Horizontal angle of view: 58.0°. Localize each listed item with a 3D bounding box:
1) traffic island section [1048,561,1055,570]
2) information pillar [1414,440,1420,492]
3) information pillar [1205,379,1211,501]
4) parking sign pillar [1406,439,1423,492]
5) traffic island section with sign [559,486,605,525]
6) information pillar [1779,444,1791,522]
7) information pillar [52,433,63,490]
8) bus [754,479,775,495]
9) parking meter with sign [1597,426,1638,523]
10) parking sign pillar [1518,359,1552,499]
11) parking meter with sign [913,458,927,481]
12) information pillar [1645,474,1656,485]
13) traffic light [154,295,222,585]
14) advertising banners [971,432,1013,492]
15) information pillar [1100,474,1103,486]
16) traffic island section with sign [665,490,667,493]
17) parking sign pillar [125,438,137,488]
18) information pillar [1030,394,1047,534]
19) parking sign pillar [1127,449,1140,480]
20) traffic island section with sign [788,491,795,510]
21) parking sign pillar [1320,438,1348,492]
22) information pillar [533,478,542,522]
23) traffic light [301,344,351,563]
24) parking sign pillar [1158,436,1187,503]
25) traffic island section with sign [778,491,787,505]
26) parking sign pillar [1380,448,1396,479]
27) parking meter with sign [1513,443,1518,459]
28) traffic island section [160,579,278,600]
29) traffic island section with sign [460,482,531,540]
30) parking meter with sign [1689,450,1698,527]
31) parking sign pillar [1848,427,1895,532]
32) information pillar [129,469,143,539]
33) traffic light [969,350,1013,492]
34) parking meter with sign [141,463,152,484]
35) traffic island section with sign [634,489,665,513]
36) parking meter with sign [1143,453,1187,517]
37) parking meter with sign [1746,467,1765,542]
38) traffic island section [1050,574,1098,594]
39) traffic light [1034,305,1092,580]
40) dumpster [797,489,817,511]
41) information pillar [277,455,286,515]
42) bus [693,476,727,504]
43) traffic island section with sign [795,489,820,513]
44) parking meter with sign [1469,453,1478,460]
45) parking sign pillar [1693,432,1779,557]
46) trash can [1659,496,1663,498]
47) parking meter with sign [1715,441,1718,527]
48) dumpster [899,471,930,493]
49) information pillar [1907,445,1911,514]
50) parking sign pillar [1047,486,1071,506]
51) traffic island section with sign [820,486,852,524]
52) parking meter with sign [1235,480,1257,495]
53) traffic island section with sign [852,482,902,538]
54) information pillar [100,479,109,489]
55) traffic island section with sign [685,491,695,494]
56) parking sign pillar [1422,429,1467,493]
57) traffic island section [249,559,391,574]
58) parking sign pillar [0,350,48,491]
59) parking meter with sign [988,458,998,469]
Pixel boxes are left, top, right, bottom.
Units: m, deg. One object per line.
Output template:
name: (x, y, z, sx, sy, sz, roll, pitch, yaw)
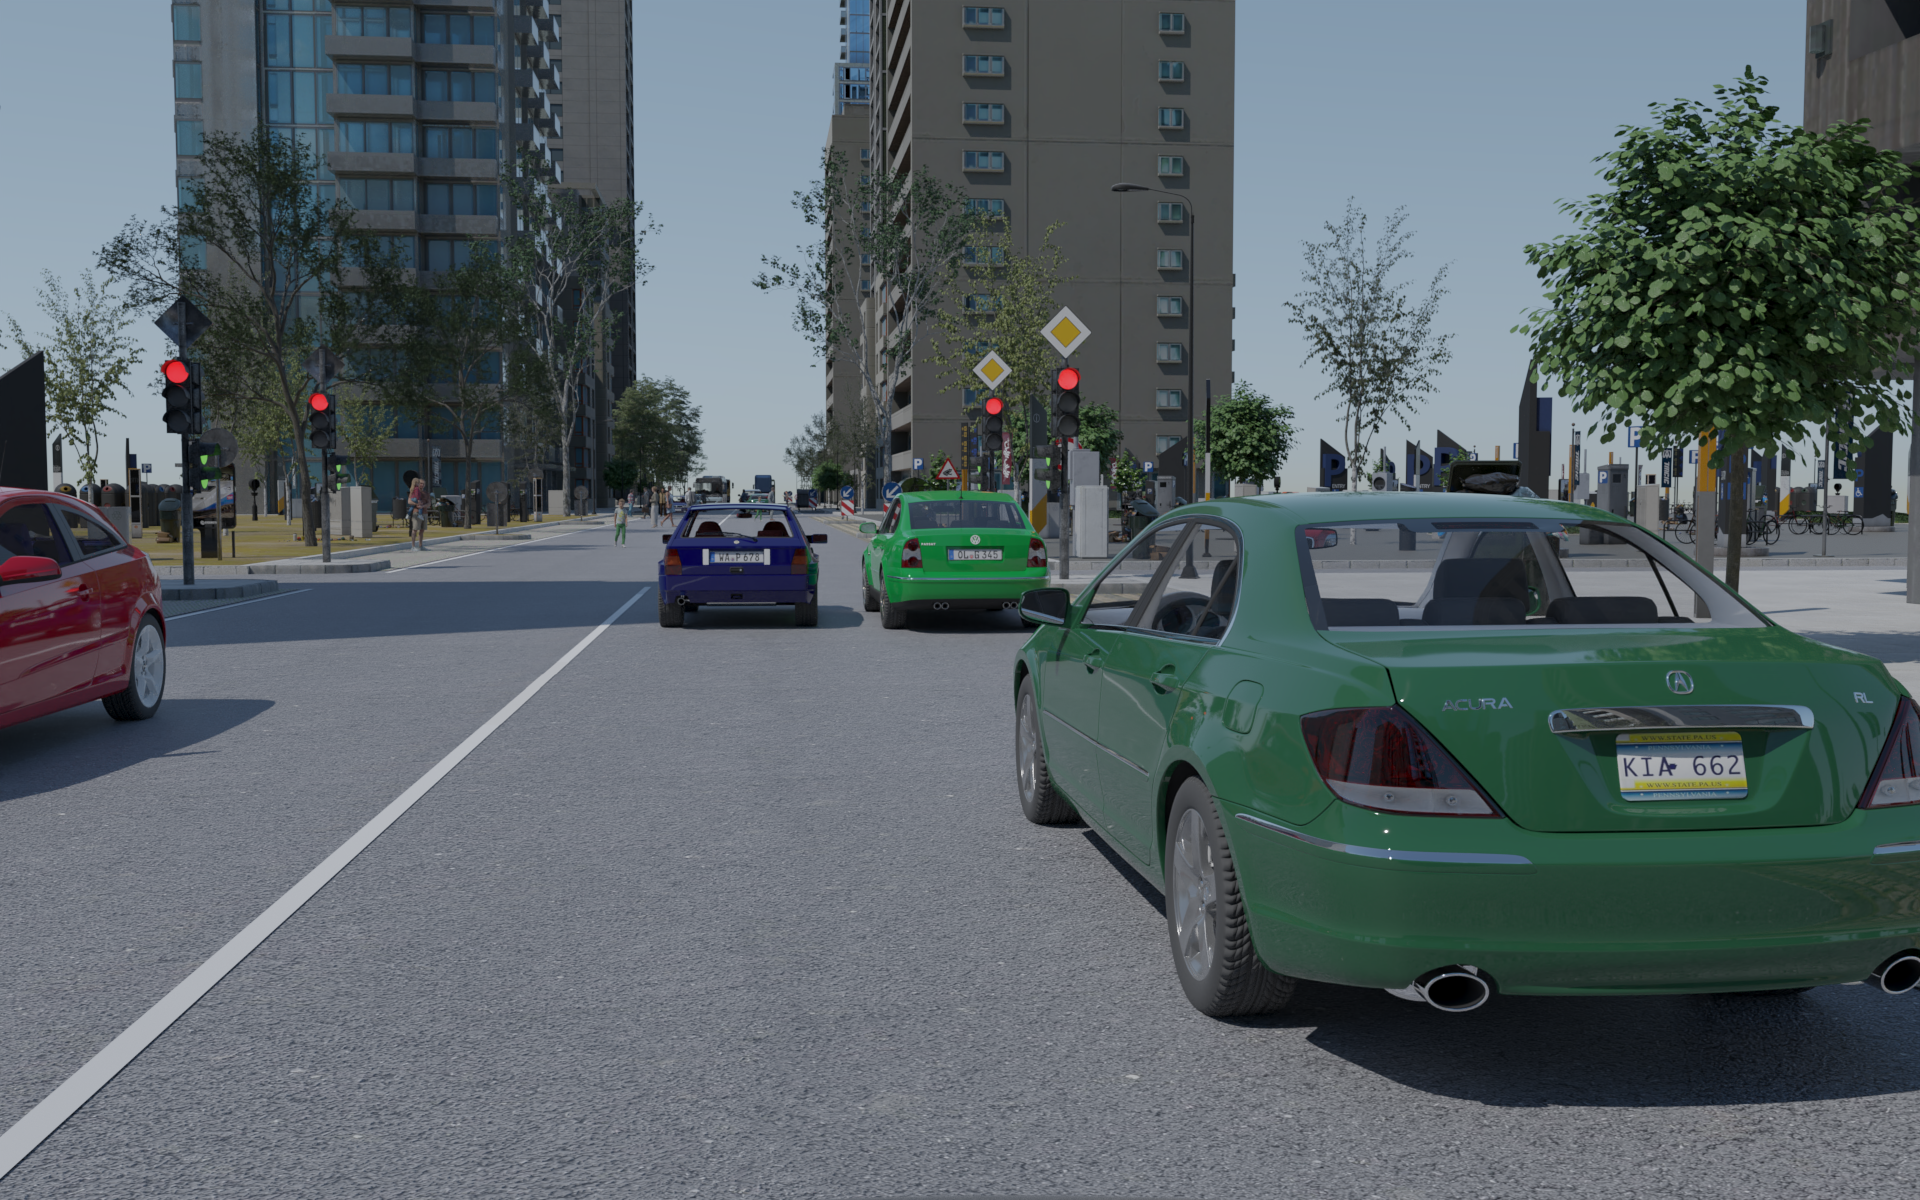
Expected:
traffic island section: (0.647, -0.717, 33.999, 2.009, 0.180, 2.903, 0, 4, -7)
information pillar: (19.758, -5.109, 74.895, 0.183, 3.616, 0.504, 2, 4, 35)
information pillar: (5.030, -2.680, 35.173, 0.183, 3.616, 0.504, 0, 4, 7)
parking sign pillar: (22.481, -5.891, 84.788, 1.447, 3.967, 1.447, 1, 4, 14)
traffic island section with sign: (-17.690, -4.429, 81.036, 1.989, 1.847, 2.006, 0, 4, -7)
information pillar: (38.367, -5.454, 80.524, 0.183, 3.616, 0.504, -2, 4, -25)
information pillar: (-34.838, -4.622, 66.920, 0.504, 3.616, 0.183, 2, 4, 27)
bus: (-28.469, -15.961, 252.514, 2.896, 3.916, 12.252, -1, 4, -9)
parking meter with sign: (16.591, -2.925, 44.092, 1.738, 3.016, 0.543, -2, 4, -24)
parking sign pillar: (11.674, -2.862, 35.258, 1.447, 3.967, 1.447, 1, 4, 9)
parking meter with sign: (-1.700, -5.431, 85.059, 0.543, 3.016, 1.738, 1, 4, 23)
information pillar: (25.500, -3.639, 63.989, 0.304, 2.012, 0.304, 0, 4, 5)
traffic light: (-10.922, -2.173, 24.457, 0.839, 4.253, 0.868, 0, 4, -7)
advertising banners: (0.884, -3.248, 49.292, 0.090, 3.025, 2.074, -2, 4, -35)
information pillar: (5.984, -5.000, 73.106, 0.183, 3.616, 0.504, 0, 4, 1)
traffic island section with sign: (-26.930, -9.175, 158.644, 1.989, 1.847, 2.006, 0, 4, -7)
parking sign pillar: (-40.051, -5.824, 83.691, 1.447, 3.967, 1.447, -2, 4, -28)
information pillar: (1.830, -3.017, 40.682, 0.504, 3.616, 0.183, -3, 4, -39)
parking sign pillar: (10.158, -6.980, 102.602, 1.447, 3.967, 1.447, -2, 4, -27)
traffic island section with sign: (-14.559, -9.198, 159.021, 1.989, 1.847, 2.006, 0, 4, -7)
parking sign pillar: (18.133, -5.845, 84.037, 1.447, 3.967, 1.447, -1, 4, -15)
information pillar: (-19.520, -4.624, 80.101, 0.304, 2.012, 0.304, -2, 4, -35)
traffic light: (-11.866, -2.658, 32.386, 0.839, 4.253, 0.868, 0, 4, -7)
parking sign pillar: (9.841, -5.608, 80.164, 1.447, 3.967, 1.447, 0, 4, 2)
traffic island section with sign: (-24.437, -14.277, 242.056, 1.989, 1.847, 2.006, 0, 4, -7)
parking sign pillar: (25.287, -6.966, 102.368, 1.447, 3.967, 1.447, 3, 5, 39)
parking meter with sign: (18.770, -3.777, 58.016, 0.543, 3.016, 1.738, 1, 4, 19)
traffic island section: (-10.963, -0.141, 24.586, 2.009, 0.180, 2.903, 0, 4, -7)
traffic island section with sign: (-14.514, -2.791, 54.268, 1.989, 1.847, 2.006, 0, 4, -7)
parking meter with sign: (29.024, -4.361, 67.563, 0.543, 3.016, 1.738, 0, 4, 1)
parking sign pillar: (31.062, -4.308, 58.914, 1.447, 3.967, 1.447, -1, 4, -22)
information pillar: (-23.741, -2.776, 49.884, 0.304, 2.012, 0.304, -1, 4, -22)
traffic light: (0.606, -2.750, 33.880, 0.839, 4.253, 0.868, 0, 4, -7)
parking meter with sign: (-46.871, -6.291, 99.117, 1.738, 3.016, 0.543, 3, 5, 42)
traffic island section with sign: (-23.738, -7.538, 131.878, 1.989, 1.847, 2.006, 0, 4, -7)
parking meter with sign: (8.733, -4.712, 73.304, 1.738, 3.016, 0.543, 2, 4, 27)
parking meter with sign: (21.266, -3.093, 46.823, 0.543, 3.016, 1.738, 2, 4, 33)
traffic island section: (1.591, -0.232, 26.070, 2.009, 0.180, 2.903, 0, 4, -7)
traffic light: (1.550, -2.265, 25.951, 0.839, 4.253, 0.868, 0, 4, -7)
dumpster: (-13.234, -8.663, 149.852, 1.865, 1.857, 1.264, 0, 4, -7)
information pillar: (-40.891, -6.915, 104.420, 0.504, 3.616, 0.183, -3, 5, -40)
bus: (-24.061, -10.565, 167.600, 2.948, 3.499, 13.247, 0, 4, -6)
traffic island section with sign: (-11.378, -7.561, 132.253, 1.989, 1.847, 2.006, 0, 4, -7)
parking meter with sign: (20.987, -4.712, 73.304, 1.738, 3.016, 0.543, -1, 4, -15)
parking sign pillar: (16.072, -2.906, 35.983, 1.447, 3.967, 1.447, 1, 4, 18)
trash can: (46.457, -6.334, 115.210, 0.748, 1.137, 0.748, 0, 3, 0)
parking meter with sign: (25.831, -3.744, 57.470, 1.738, 3.016, 0.543, -1, 4, -13)
dumpster: (-1.951, -4.329, 73.278, 1.502, 2.255, 1.985, 0, 4, -7)
information pillar: (44.292, -5.470, 80.792, 0.183, 3.616, 0.504, 1, 4, 18)
parking sign pillar: (5.561, -6.635, 96.948, 1.447, 3.967, 1.447, -1, 4, -14)
traffic island section with sign: (-5.577, -4.577, 83.468, 1.989, 1.847, 2.006, 0, 4, -7)
parking meter with sign: (14.413, -5.500, 86.178, 1.738, 3.016, 0.543, -1, 4, -22)
traffic island section with sign: (-2.384, -2.940, 56.702, 1.989, 1.847, 2.006, 0, 4, -7)
information pillar: (-42.186, -4.950, 85.430, 0.304, 2.012, 0.304, 0, 4, -8)
traffic island section with sign: (-33.348, -12.476, 212.602, 1.989, 1.847, 2.006, 0, 4, -7)
parking sign pillar: (20.271, -5.091, 71.716, 1.447, 3.967, 1.447, 3, 5, 45)
traffic island section: (-11.907, -0.626, 32.516, 2.009, 0.180, 2.903, 0, 4, -7)
parking sign pillar: (-17.624, -2.665, 32.051, 1.447, 3.967, 1.447, 2, 4, 28)
parking meter with sign: (1.019, -5.229, 81.757, 0.543, 3.016, 1.738, 3, 5, 43)
